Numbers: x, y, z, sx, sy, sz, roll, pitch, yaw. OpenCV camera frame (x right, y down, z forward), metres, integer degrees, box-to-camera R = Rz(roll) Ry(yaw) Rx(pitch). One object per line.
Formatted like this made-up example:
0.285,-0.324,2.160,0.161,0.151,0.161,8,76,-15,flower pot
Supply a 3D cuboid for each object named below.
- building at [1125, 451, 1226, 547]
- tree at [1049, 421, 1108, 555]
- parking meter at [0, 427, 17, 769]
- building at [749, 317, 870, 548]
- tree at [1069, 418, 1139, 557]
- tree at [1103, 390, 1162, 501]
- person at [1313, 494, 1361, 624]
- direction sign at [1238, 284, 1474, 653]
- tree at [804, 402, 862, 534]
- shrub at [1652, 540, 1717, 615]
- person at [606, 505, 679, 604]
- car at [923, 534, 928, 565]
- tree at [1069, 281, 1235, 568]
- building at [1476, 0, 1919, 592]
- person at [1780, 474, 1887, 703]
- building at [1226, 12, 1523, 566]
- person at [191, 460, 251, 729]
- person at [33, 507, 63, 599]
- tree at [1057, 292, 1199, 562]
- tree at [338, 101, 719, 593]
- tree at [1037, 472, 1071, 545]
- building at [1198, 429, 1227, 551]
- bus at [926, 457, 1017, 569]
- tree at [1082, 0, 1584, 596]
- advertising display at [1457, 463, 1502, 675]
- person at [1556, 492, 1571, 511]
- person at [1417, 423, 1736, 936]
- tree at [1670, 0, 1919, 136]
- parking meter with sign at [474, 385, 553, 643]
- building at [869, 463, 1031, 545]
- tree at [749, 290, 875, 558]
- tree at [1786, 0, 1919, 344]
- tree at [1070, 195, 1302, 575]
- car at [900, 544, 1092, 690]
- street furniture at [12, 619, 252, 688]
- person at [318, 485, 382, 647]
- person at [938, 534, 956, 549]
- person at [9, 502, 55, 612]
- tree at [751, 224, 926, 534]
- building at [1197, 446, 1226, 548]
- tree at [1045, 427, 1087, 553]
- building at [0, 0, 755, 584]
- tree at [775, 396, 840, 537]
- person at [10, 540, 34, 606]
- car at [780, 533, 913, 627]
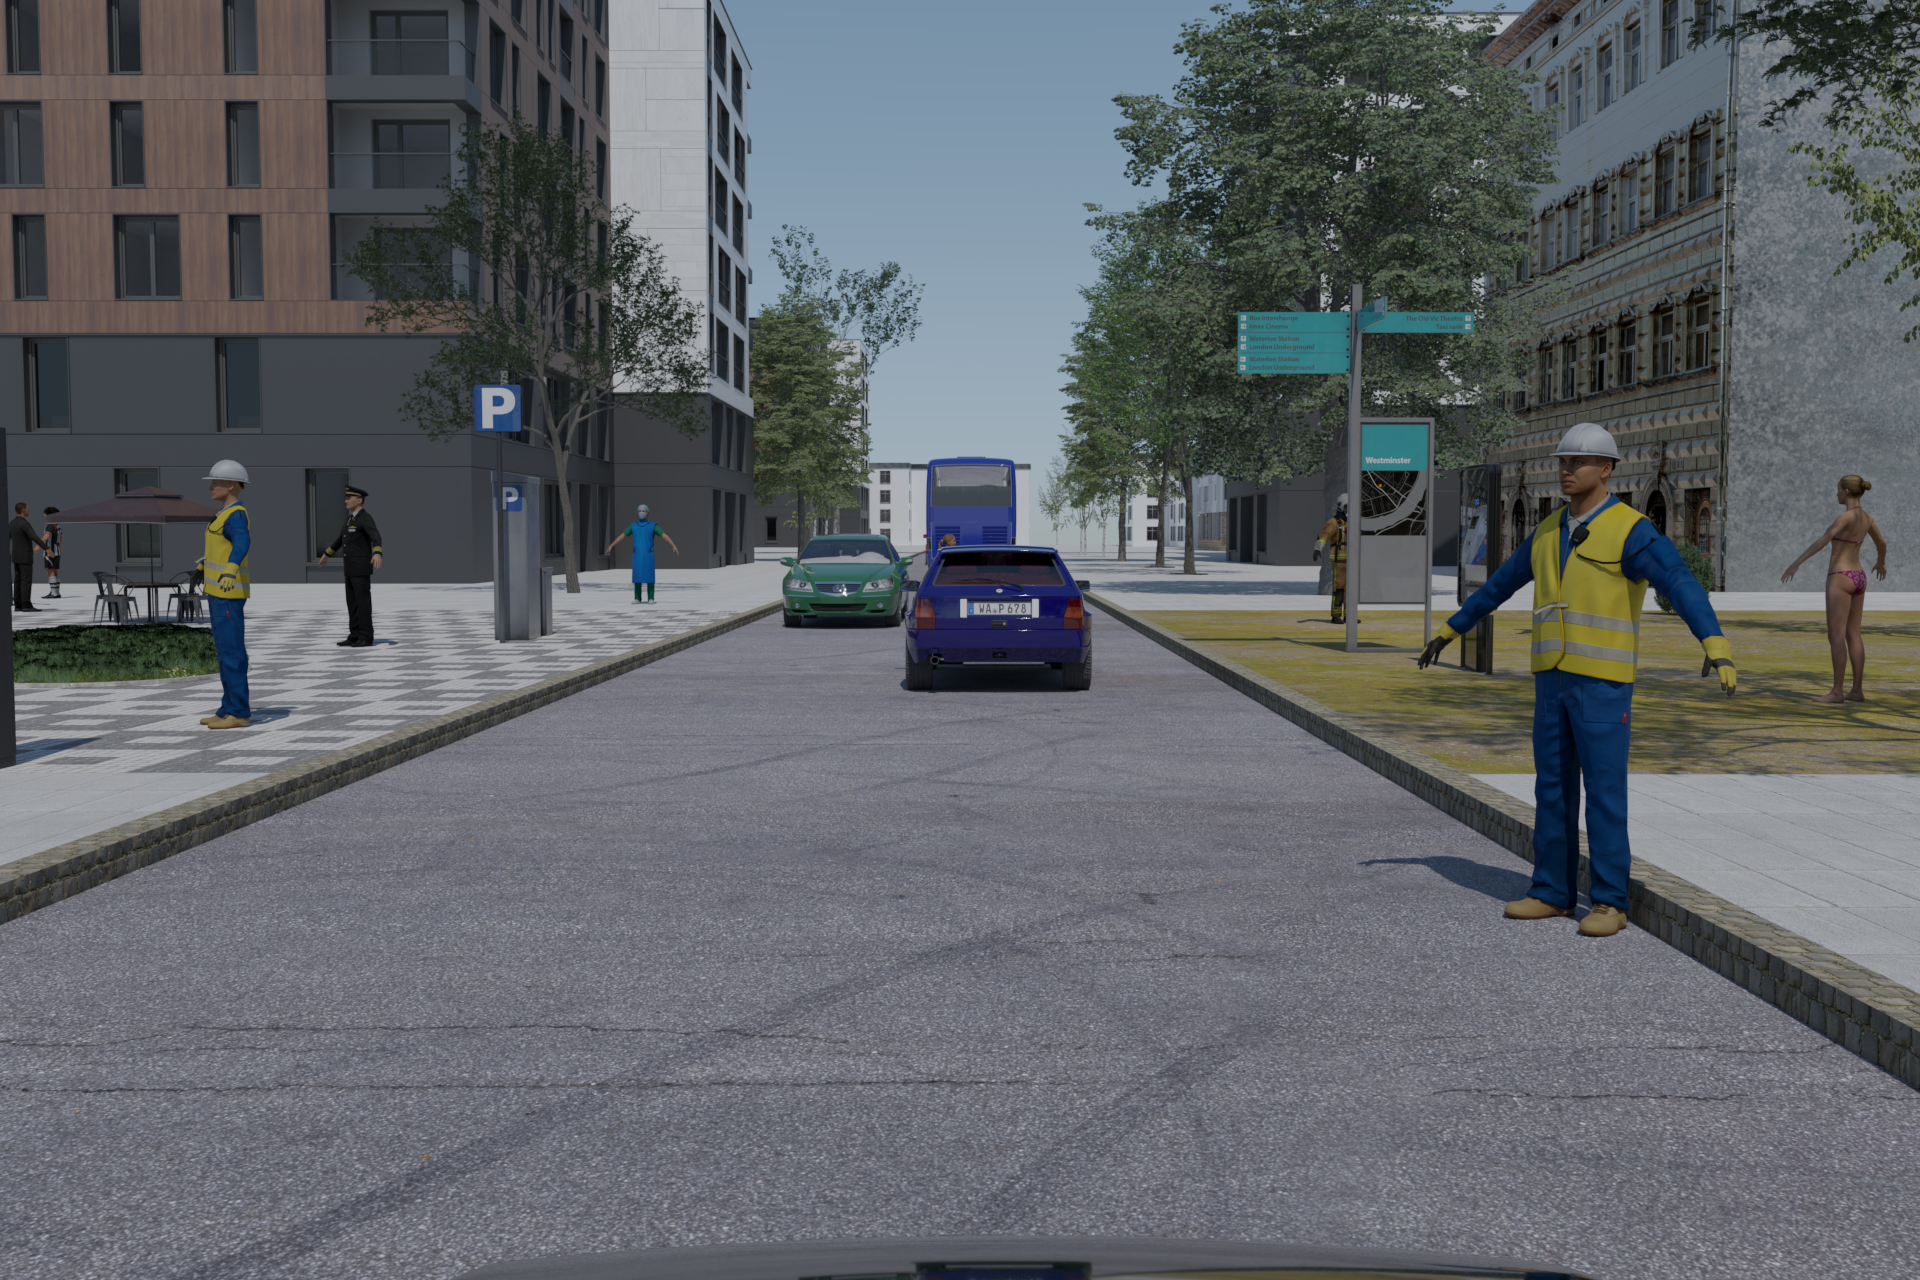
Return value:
22.390,-14.542,179.914,9.099,9.664,28.070,0,4,0,building
7.807,-9.540,106.343,4.360,8.622,3.978,0,3,0,tree
-5.425,-0.229,9.449,0.399,1.863,0.255,0,4,1,parking meter
-24.402,-20.534,179.710,27.936,21.610,32.646,0,4,1,building
7.903,-8.843,94.940,4.360,8.622,3.978,0,3,0,tree
20.280,-21.420,206.113,12.611,20.169,13.585,0,3,0,tree
5.508,-1.160,24.730,1.354,1.858,0.705,-2,4,-32,person
4.247,-1.794,18.095,2.525,3.948,1.411,0,4,-1,direction sign
-7.535,-8.990,97.341,4.737,8.622,4.395,0,3,0,tree
11.426,-0.994,27.369,1.383,1.207,1.383,0,3,0,shrub
-5.784,-1.559,31.623,1.347,1.817,0.704,0,4,3,person
-0.599,-4.487,82.036,2.281,1.827,5.304,0,3,0,car
7.733,-8.545,65.469,9.928,11.665,9.643,0,3,0,tree
26.032,-13.176,46.349,19.493,23.208,18.063,0,4,0,building
6.722,-0.395,13.269,1.217,1.733,0.721,-2,4,-30,person
26.656,-14.710,84.481,27.936,21.610,32.646,0,4,0,building
-4.940,-0.308,11.496,0.721,1.772,1.216,-2,4,-32,person
-18.065,-1.729,34.408,0.704,1.843,1.345,-1,4,-10,person
7.898,-9.927,80.441,7.486,12.596,7.792,0,3,0,tree
-8.664,-6.307,37.529,7.601,10.594,8.767,3,4,36,tree
10.960,-15.257,199.820,4.737,8.622,4.395,0,3,0,tree
24.426,-17.282,138.983,16.016,20.090,11.380,0,4,0,building
0.359,-3.840,54.335,2.896,3.916,12.251,0,4,0,bus
7.732,-7.907,35.933,9.857,13.997,8.962,0,3,0,tree
4.841,-0.671,16.187,0.123,1.923,0.974,0,4,1,advertising display
7.697,-0.992,21.992,0.705,1.856,1.354,3,4,37,person
2.256,0.128,6.328,0.705,1.833,1.349,-2,4,-33,person
6.722,-4.526,8.417,7.601,10.594,8.767,1,4,20,tree
-5.390,-1.522,21.139,0.543,3.016,1.738,0,4,0,parking meter with sign
-5.716,-15.874,204.139,28.070,9.664,9.099,0,4,3,building
-7.900,-9.983,81.355,7.486,12.596,7.792,0,3,0,tree
12.107,-4.282,20.375,4.737,8.622,4.395,0,3,0,tree
7.072,-7.861,54.279,9.928,11.665,9.643,0,3,0,tree
0.356,-0.286,17.260,1.945,1.354,3.894,0,4,0,car
-11.249,0.113,13.774,10.072,0.657,5.734,-1,4,-12,street furniture
-6.895,-0.845,19.744,1.347,1.837,0.705,3,5,43,person
-0.086,-0.830,25.288,0.599,1.433,0.991,0,4,7,person
-15.420,-1.366,28.551,1.346,1.802,0.704,2,4,31,person
-9.256,-15.447,108.455,12.611,20.169,13.585,0,3,0,tree
27.146,-18.541,159.572,16.016,20.090,11.380,0,4,1,building
8.099,-10.013,114.074,4.360,8.622,3.978,0,3,0,tree
-23.051,-13.224,60.194,27.936,21.610,32.646,0,3,0,building
-7.814,-8.682,92.312,4.737,8.622,4.395,0,3,0,tree
-17.070,-1.508,30.784,1.348,1.813,0.705,0,4,4,person
-1.805,-1.008,28.285,2.131,1.459,4.920,0,4,1,car
